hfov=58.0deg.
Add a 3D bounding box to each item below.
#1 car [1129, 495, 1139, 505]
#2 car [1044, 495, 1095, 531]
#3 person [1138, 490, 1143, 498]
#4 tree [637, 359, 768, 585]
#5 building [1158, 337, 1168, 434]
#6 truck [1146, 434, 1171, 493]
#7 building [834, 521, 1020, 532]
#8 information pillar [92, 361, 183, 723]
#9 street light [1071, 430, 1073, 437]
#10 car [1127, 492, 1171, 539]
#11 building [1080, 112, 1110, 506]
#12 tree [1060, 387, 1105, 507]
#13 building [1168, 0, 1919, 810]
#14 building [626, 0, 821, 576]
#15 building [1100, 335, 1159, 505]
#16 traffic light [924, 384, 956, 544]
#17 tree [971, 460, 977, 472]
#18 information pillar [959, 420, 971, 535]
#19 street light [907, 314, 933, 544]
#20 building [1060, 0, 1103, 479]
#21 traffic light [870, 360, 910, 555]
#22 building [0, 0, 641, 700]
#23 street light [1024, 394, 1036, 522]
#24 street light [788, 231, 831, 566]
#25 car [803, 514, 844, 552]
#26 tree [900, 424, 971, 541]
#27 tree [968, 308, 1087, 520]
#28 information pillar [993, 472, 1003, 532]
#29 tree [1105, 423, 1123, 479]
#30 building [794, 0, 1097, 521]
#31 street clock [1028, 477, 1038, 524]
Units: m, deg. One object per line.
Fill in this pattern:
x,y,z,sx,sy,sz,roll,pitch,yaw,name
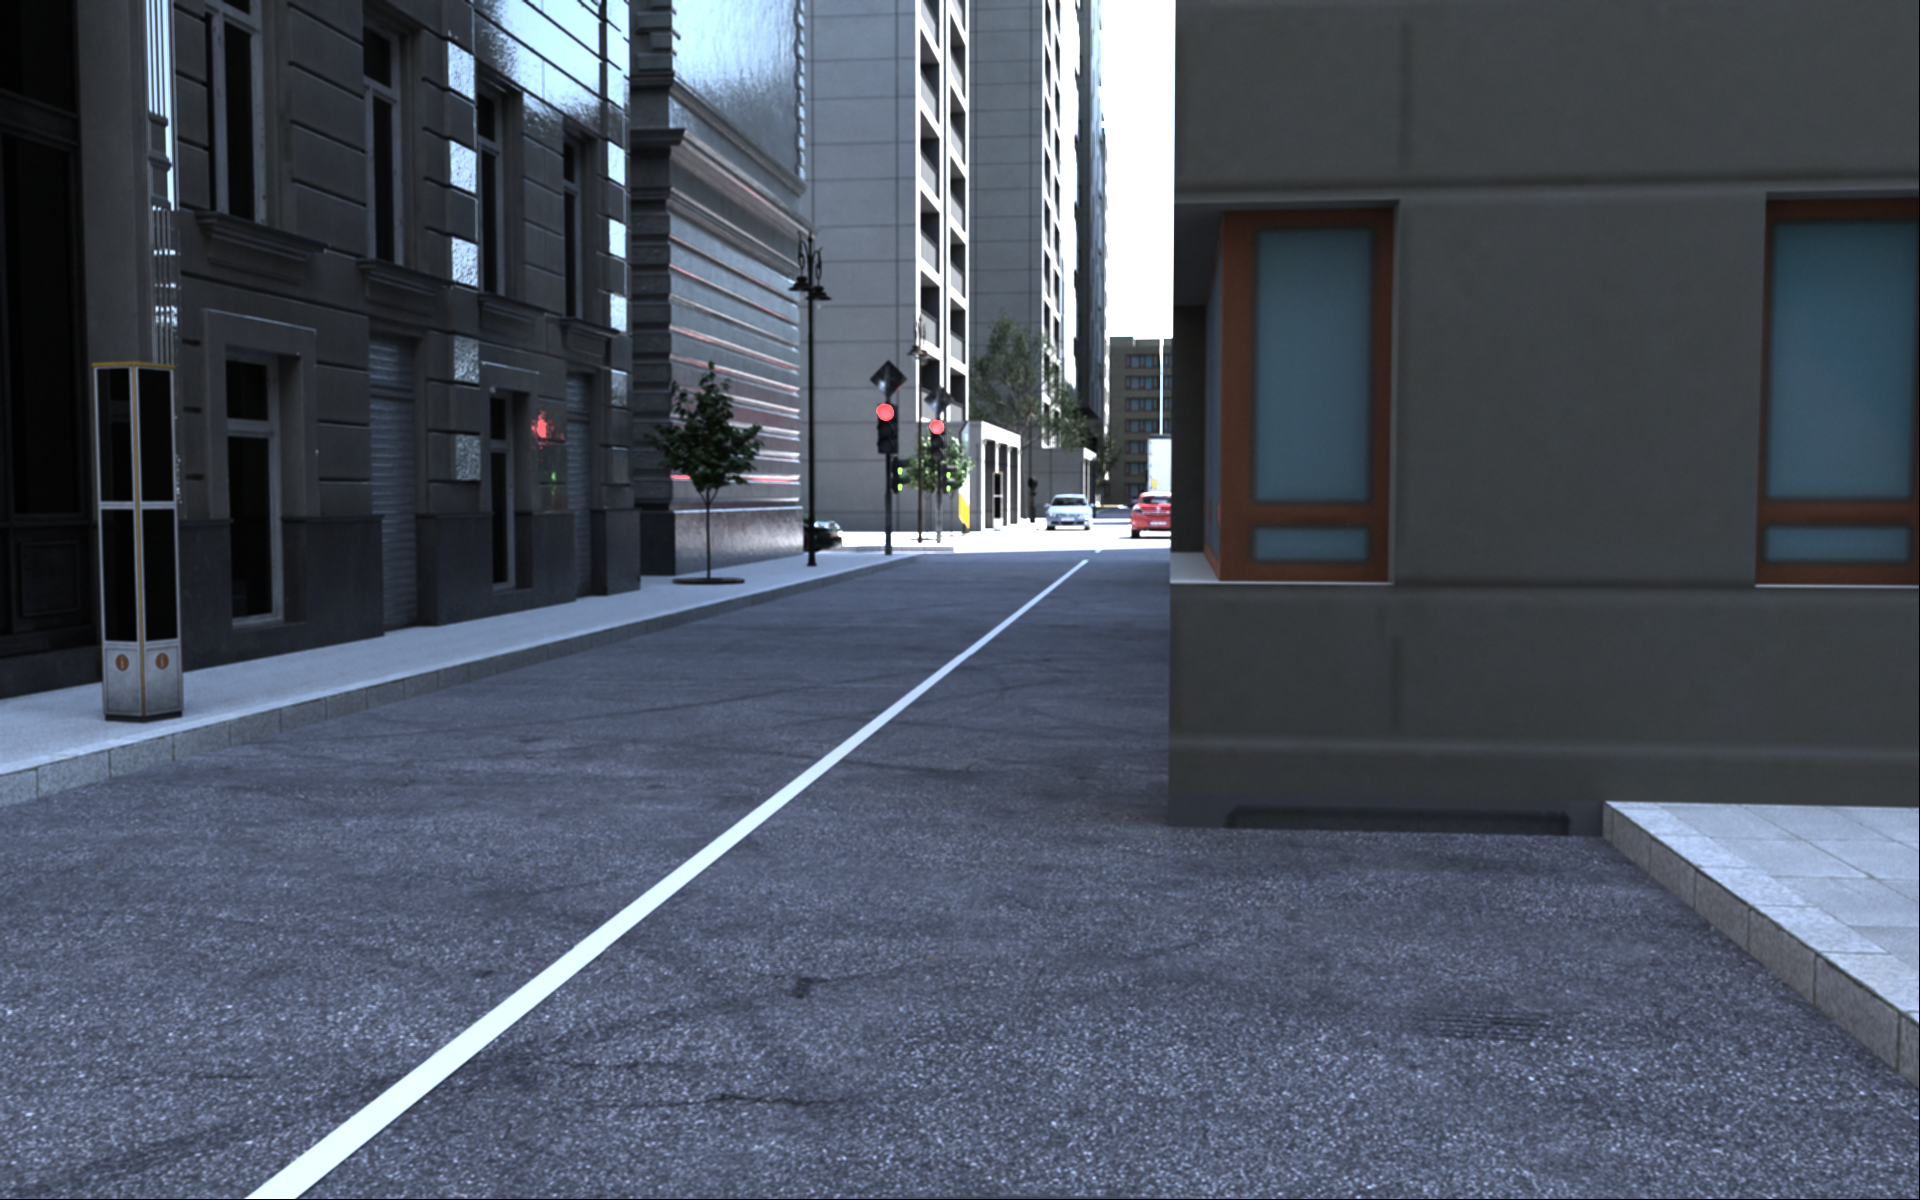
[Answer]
19.536,-10.864,190.210,1.945,1.354,3.894,0,4,6,car
4.380,-3.494,69.126,2.014,1.417,4.499,0,4,6,car
18.691,-10.366,177.612,0.705,1.869,1.348,-3,5,-45,person
-3.507,-1.853,24.894,1.663,3.219,1.824,0,3,0,tree
39.410,-22.515,213.160,28.899,21.520,27.650,0,4,7,building
10.675,-5.976,86.614,2.839,4.237,11.283,0,4,7,truck
-8.147,-38.495,67.638,20.563,71.187,20.611,0,4,7,building
-4.653,-0.326,9.815,0.304,2.012,0.304,1,4,20,information pillar
7.369,-8.576,113.009,0.468,5.910,1.993,0,4,7,street light
6.548,-2.925,56.861,2.155,1.783,4.494,0,4,7,car
9.142,-30.856,188.090,14.086,41.232,14.154,0,4,7,building
7.191,-10.151,116.327,4.737,8.622,4.395,0,3,0,tree
16.363,-10.667,19.443,27.650,21.520,28.899,0,4,7,building
-13.058,-12.442,32.297,19.941,23.489,11.050,0,4,7,building
10.592,-22.764,217.227,28.899,21.520,27.650,0,4,7,building
-0.527,-3.386,44.289,0.839,4.253,0.868,0,4,7,traffic light
-0.391,-3.492,51.689,1.663,3.219,1.824,0,3,0,tree
0.134,-3.876,54.724,0.183,3.616,0.504,2,4,31,information pillar
-1.031,-4.392,44.596,0.468,5.910,1.993,0,4,7,street light
-0.708,-34.955,160.754,28.713,52.752,27.495,0,4,7,building
-1.491,-2.902,36.362,0.839,4.253,0.868,0,4,7,traffic light
-11.333,-13.073,11.007,12.463,27.353,25.104,0,4,7,building
3.224,-6.490,78.897,0.468,5.910,1.993,0,4,7,street light
-2.645,-3.544,30.740,0.468,5.910,1.993,0,4,7,street light
-4.898,-1.938,41.473,4.222,1.686,2.009,0,4,7,car
-0.784,-3.246,47.677,1.663,3.219,1.824,0,3,0,tree
2.951,-9.339,87.112,7.601,10.594,8.767,1,4,11,tree
1.277,-3.295,58.367,0.304,2.012,0.304,0,4,6,information pillar
14.609,-13.868,177.111,4.737,8.622,4.395,0,3,0,tree
-2.363,-40.502,100.465,20.563,71.187,20.611,0,4,7,building
3.154,-4.312,75.070,0.358,2.002,0.471,-2,4,-26,street clock
